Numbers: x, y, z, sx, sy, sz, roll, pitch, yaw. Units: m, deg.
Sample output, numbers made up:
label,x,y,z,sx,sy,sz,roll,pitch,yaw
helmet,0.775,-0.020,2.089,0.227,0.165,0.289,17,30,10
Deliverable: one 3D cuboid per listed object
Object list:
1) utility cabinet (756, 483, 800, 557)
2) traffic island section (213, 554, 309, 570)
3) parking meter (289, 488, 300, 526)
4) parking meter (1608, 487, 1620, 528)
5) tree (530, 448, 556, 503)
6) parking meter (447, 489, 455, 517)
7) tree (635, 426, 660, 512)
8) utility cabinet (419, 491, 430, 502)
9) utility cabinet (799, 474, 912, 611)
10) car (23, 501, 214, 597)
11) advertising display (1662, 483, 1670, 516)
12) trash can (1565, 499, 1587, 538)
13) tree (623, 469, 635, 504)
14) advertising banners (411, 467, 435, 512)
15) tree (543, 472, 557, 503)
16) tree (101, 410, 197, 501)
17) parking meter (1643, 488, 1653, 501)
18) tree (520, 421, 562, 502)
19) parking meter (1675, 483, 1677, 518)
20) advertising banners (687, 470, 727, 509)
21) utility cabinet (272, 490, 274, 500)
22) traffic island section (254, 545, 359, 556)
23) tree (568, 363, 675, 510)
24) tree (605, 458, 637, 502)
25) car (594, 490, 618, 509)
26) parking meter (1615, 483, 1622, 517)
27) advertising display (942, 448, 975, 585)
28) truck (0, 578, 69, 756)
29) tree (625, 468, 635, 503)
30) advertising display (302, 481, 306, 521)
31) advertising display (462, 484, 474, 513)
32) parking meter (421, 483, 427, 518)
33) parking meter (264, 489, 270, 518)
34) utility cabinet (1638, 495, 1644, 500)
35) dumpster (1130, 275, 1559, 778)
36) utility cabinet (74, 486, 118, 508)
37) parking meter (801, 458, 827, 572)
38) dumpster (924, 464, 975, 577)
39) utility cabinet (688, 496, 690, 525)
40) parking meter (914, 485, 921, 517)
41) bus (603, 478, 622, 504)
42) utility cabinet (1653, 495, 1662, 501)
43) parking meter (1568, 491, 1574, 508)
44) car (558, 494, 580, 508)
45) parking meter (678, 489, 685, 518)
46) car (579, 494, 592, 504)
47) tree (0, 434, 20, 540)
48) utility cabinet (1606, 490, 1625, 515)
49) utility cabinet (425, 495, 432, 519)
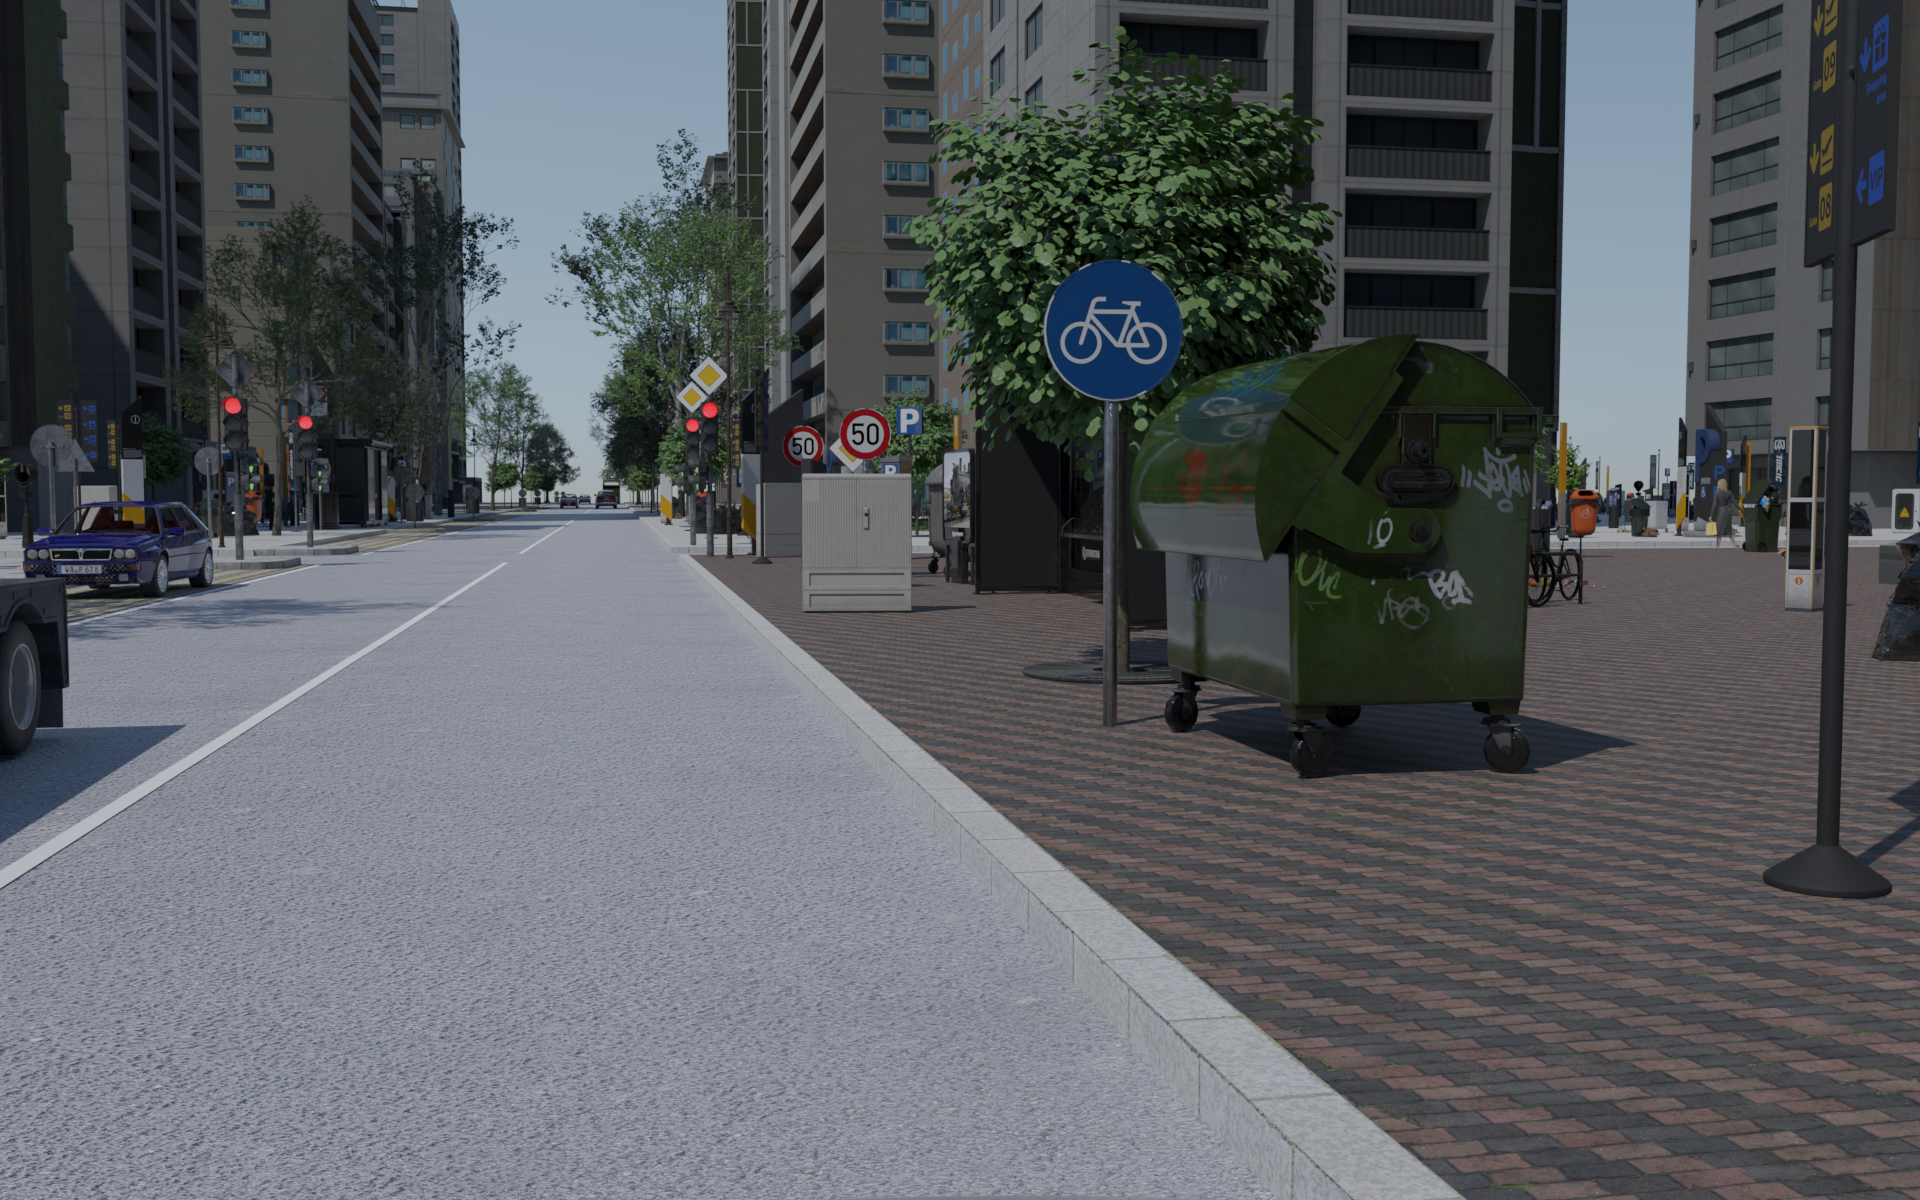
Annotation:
label,x,y,z,sx,sy,sz,roll,pitch,yaw
utility cabinet,-3.592,-1.623,35.215,1.173,1.500,0.318,-3,5,-44
traffic island section,-14.066,-0.703,33.780,2.009,0.180,2.903,-1,4,-11
parking meter,-26.938,-3.772,70.086,0.372,1.533,0.369,0,3,0
parking meter,24.486,-3.451,64.834,0.372,1.533,0.369,0,3,0
tree,-62.557,-18.946,260.129,4.360,8.622,3.978,0,3,0
parking meter,-27.919,-5.295,94.983,0.372,1.533,0.369,0,3,0
tree,-21.656,-10.644,124.383,4.360,8.622,3.978,0,3,0
utility cabinet,-33.685,-6.088,108.215,0.318,1.500,1.173,3,4,39
utility cabinet,-1.115,-0.617,18.771,1.173,1.500,0.318,0,4,-3
car,-12.080,-0.760,25.005,1.945,1.354,3.894,-1,4,-10
advertising display,41.157,-5.829,100.515,0.974,1.923,0.123,-1,4,-19
trash can,18.135,-2.403,50.944,0.748,1.137,0.748,0,3,0
tree,-29.776,-11.009,163.714,4.285,4.588,4.351,0,3,0
advertising banners,-35.051,-7.196,113.839,2.074,3.025,0.090,0,4,5
tree,-53.065,-14.120,214.581,4.285,4.588,4.351,0,3,0
tree,-31.551,-5.121,67.437,4.285,4.588,4.351,0,3,0
parking meter,25.931,-3.480,65.305,0.372,1.533,0.369,0,3,0
tree,-64.326,-21.586,269.940,9.611,12.733,9.660,0,3,0
parking meter,39.214,-5.430,94.484,0.399,1.863,0.255,-3,5,-42
advertising banners,-11.316,-5.035,78.507,2.074,3.025,0.090,0,4,2
utility cabinet,-40.341,-5.655,101.142,0.318,1.500,1.173,-2,4,-31
traffic island section,-15.625,-1.182,41.612,2.009,0.180,2.903,-1,4,-11
tree,-24.130,-13.788,135.796,12.009,13.543,11.850,0,3,0
tree,-40.852,-18.340,217.989,7.486,12.596,7.792,0,3,0
car,-34.332,-9.746,168.025,2.281,1.827,5.304,-1,4,-13
parking meter,36.093,-5.464,95.049,0.399,1.863,0.255,1,4,22
advertising display,-0.002,-1.195,24.760,0.123,1.923,0.974,-2,4,-25
truck,-4.344,-0.671,0.735,2.967,4.110,18.799,-1,4,-13
tree,-45.044,-17.672,239.294,4.737,8.622,4.395,0,3,0
advertising display,-31.353,-4.813,83.906,0.123,1.923,0.974,3,5,42
advertising display,-32.596,-6.705,114.839,0.974,1.923,0.123,2,4,31
parking meter,-29.172,-5.421,94.350,0.255,1.863,0.399,0,4,-5
parking meter,-36.149,-5.024,90.547,0.372,1.533,0.369,0,3,0
utility cabinet,34.511,-4.685,87.756,0.306,1.237,1.020,1,4,22
dumpster,1.838,-0.374,8.603,1.502,2.255,1.985,-1,4,-11
utility cabinet,-23.226,-2.316,46.546,1.173,1.500,0.318,1,4,17
parking meter,-2.394,-1.395,28.525,0.255,1.863,0.399,3,5,43
dumpster,0.202,-1.330,27.500,1.264,1.857,1.865,-1,4,-11
utility cabinet,-10.982,-3.705,71.744,0.306,1.237,1.020,-2,4,-27
parking meter,-2.374,-5.554,96.511,0.255,1.863,0.399,-2,4,-32
bus,-52.019,-16.347,258.815,2.896,3.916,12.252,-1,4,-11
utility cabinet,41.029,-5.511,101.260,1.020,1.237,0.306,1,4,13
parking meter,28.988,-4.669,82.049,0.255,1.863,0.399,-3,5,-42
car,-39.801,-10.239,176.448,2.155,1.783,4.494,-1,4,-10
parking meter,-15.083,-5.225,93.844,0.372,1.533,0.369,0,3,0
car,-54.202,-14.570,250.216,2.014,1.417,4.499,-1,4,-11
tree,-27.672,-3.324,48.941,1.663,3.219,1.824,0,3,0
utility cabinet,40.388,-5.995,106.699,1.173,1.500,0.318,-1,4,-23
utility cabinet,-27.089,-4.716,88.268,0.306,1.237,1.020,-1,4,-14
